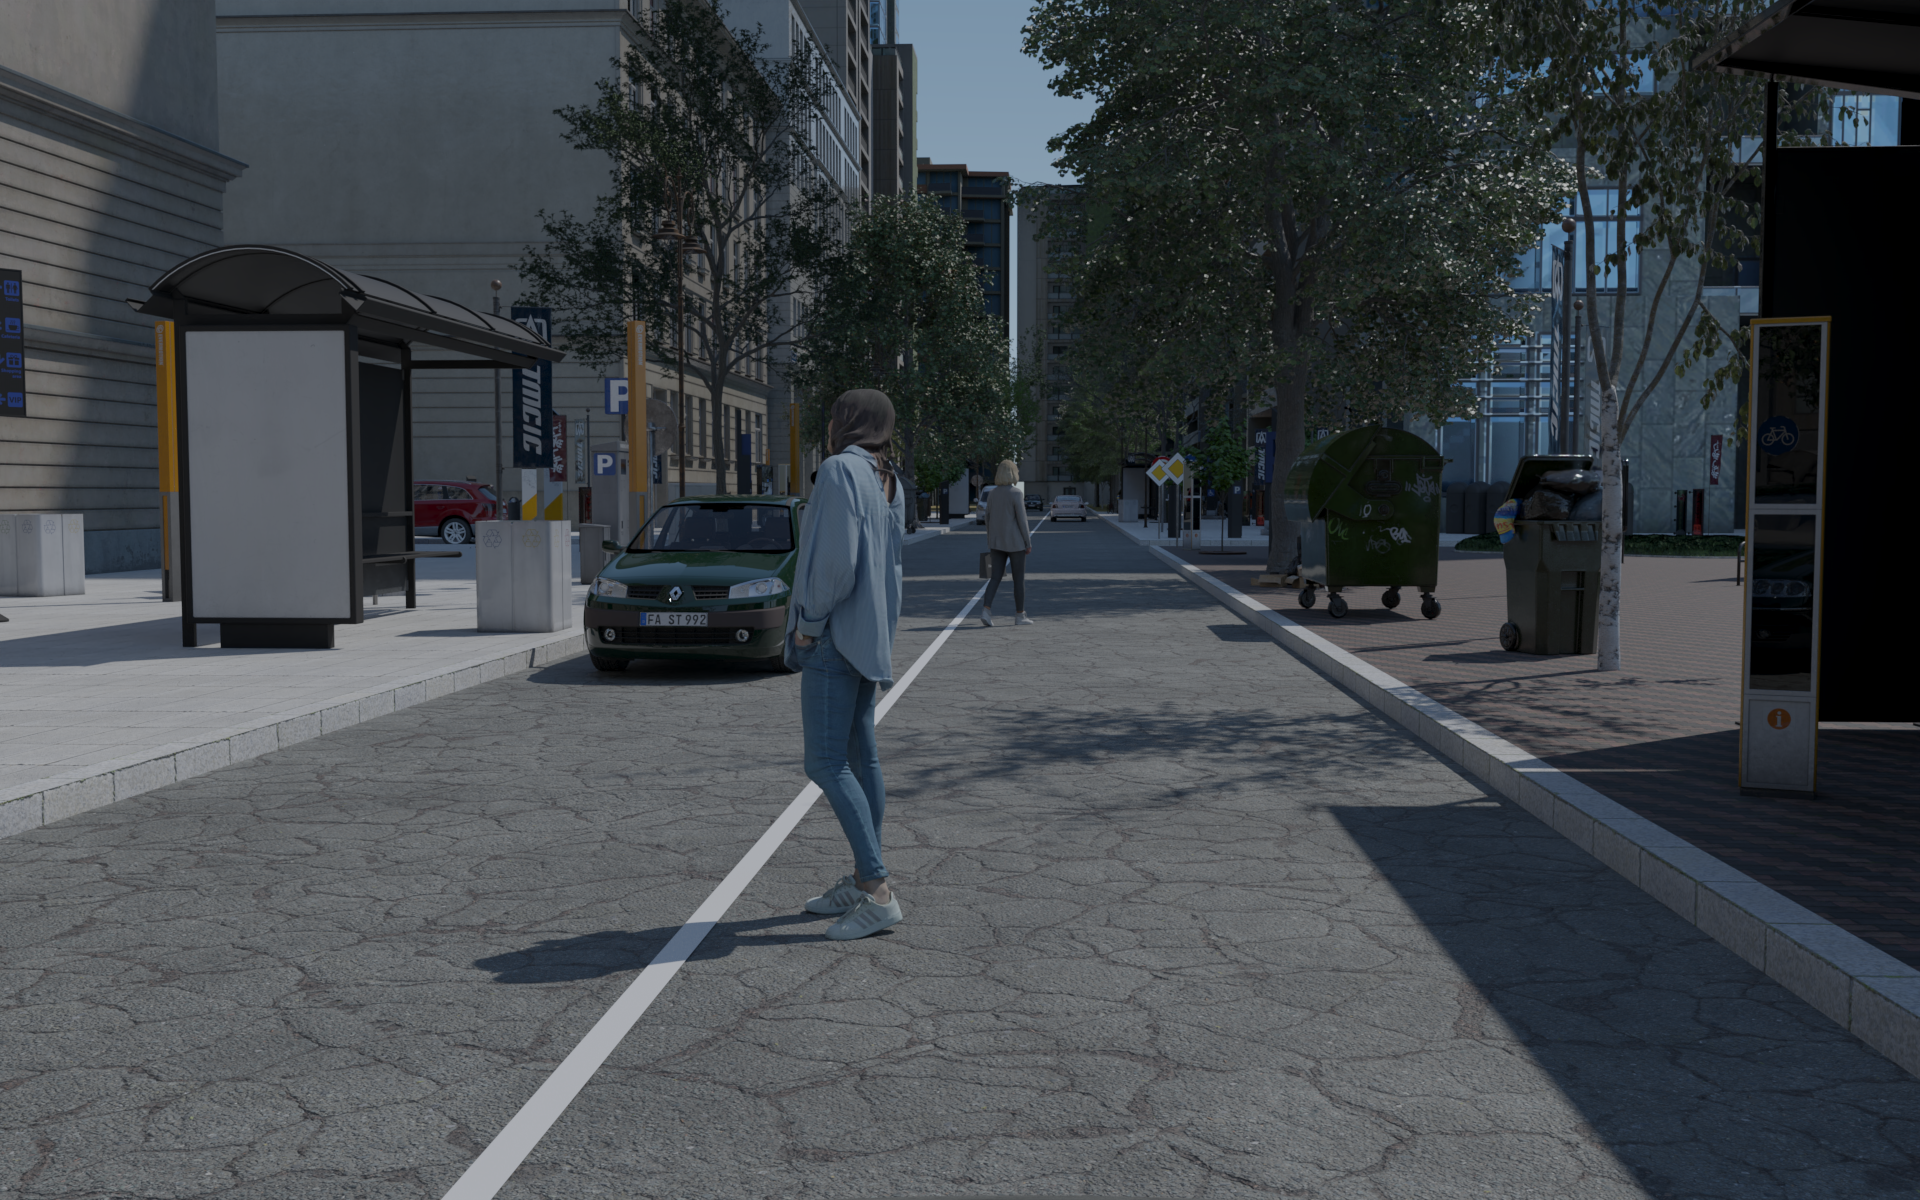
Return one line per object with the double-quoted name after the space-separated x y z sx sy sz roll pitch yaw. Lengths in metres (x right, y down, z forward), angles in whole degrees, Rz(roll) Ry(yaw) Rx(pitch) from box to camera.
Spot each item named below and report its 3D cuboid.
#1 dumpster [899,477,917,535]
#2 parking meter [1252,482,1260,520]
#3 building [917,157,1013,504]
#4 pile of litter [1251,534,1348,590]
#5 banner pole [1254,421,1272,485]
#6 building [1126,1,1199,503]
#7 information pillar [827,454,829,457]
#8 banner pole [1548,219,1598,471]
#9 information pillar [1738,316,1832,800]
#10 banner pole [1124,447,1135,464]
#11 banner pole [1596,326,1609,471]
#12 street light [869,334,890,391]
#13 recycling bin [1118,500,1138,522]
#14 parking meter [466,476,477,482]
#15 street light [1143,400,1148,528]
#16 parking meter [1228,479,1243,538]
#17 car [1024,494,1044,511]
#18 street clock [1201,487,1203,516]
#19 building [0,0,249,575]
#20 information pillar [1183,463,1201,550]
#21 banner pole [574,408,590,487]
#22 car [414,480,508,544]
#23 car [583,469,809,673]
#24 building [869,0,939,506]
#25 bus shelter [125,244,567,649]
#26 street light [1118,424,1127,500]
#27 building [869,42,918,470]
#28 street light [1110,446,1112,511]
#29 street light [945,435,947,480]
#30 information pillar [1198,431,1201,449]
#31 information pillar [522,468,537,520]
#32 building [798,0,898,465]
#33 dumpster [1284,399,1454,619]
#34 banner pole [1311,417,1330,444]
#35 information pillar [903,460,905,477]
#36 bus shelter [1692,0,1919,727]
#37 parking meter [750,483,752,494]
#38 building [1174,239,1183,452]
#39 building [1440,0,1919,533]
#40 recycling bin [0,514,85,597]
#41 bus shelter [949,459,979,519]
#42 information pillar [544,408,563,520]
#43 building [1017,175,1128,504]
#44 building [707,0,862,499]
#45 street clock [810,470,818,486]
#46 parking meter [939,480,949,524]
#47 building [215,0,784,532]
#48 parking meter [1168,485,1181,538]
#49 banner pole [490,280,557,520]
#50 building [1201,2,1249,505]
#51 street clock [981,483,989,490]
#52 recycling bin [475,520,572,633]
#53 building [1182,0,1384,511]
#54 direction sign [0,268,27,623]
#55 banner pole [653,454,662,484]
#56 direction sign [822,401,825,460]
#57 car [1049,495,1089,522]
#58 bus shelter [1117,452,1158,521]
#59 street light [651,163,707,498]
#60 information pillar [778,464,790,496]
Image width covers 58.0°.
-2.071 -3.046 55.568 1.264 1.857 1.865 0 4 4 "dumpster"
14.790 -4.945 86.568 0.255 1.863 0.399 -1 4 -20 "parking meter"
-7.655 -35.075 228.104 28.867 44.769 22.147 0 4 3 "building"
4.682 -0.609 23.922 1.176 0.858 1.719 0 4 -8 "pile of litter"
10.334 -4.188 58.492 0.863 3.779 0.401 1 4 22 "banner pole"
31.806 -48.035 223.622 20.611 71.187 20.563 0 4 3 "building"
-6.466 -5.714 84.773 0.183 3.616 0.504 0 4 -5 "information pillar"
5.412 -1.568 15.655 0.401 3.779 0.863 2 4 32 "banner pole"
3.507 -0.176 7.376 0.304 2.012 0.304 2 4 25 "information pillar"
8.982 -6.246 92.133 0.863 3.779 0.401 3 5 39 "banner pole"
8.185 -1.994 22.612 0.863 3.779 0.401 -2 4 -33 "banner pole"
-2.340 -4.735 50.200 0.468 5.910 1.993 0 4 3 "street light"
7.633 -4.041 78.624 0.722 1.027 0.722 -1 4 -14 "recycling bin"
-15.476 -3.009 54.904 0.255 1.863 0.399 -2 4 -28 "parking meter"
7.092 -5.701 65.997 0.468 5.910 1.993 0 4 3 "street light"
8.026 -2.736 50.450 0.399 1.863 0.255 -1 4 -17 "parking meter"
6.048 -8.229 144.338 2.009 1.686 4.222 0 4 4 "car"
14.057 -5.913 101.241 0.358 2.002 0.471 0 4 5 "street clock"
-30.774 -12.756 27.648 34.723 24.649 14.460 0 4 3 "building"
5.317 -2.153 39.693 0.304 2.012 0.304 -3 4 -37 "information pillar"
-11.004 -3.709 50.652 0.863 3.779 0.401 3 5 40 "banner pole"
-15.057 -2.381 47.601 5.304 1.827 2.281 0 4 2 "car"
-2.003 -0.331 15.197 2.009 1.686 4.222 0 4 5 "car"
-18.530 -53.129 181.337 31.000 86.520 22.319 0 4 3 "building"
-5.599 -1.401 16.835 2.014 3.302 5.546 0 4 4 "bus shelter"
8.841 -7.447 94.548 0.468 5.910 1.993 0 4 3 "street light"
-11.298 -28.716 153.104 14.154 41.232 14.086 0 4 3 "building"
10.736 -9.215 123.452 0.468 5.910 1.993 0 4 3 "street light"
-0.641 -6.493 78.941 0.468 5.910 1.993 0 4 3 "street light"
8.860 -4.457 64.222 0.183 3.616 0.504 1 4 9 "information pillar"
-14.370 -4.058 57.700 0.504 3.616 0.183 -1 4 -18 "information pillar"
-15.519 -42.615 135.009 20.563 71.187 20.611 0 4 3 "building"
4.343 -0.980 18.521 1.502 2.255 1.985 0 4 3 "dumpster"
11.570 -4.033 55.949 0.863 3.779 0.401 3 4 36 "banner pole"
-3.066 -6.651 100.095 0.504 3.616 0.183 0 4 8 "information pillar"
4.629 -0.923 6.367 1.731 3.624 6.357 0 4 4 "bus shelter"
-8.951 -4.114 72.977 0.255 1.863 0.399 2 4 25 "parking meter"
29.822 -25.245 184.452 14.160 30.474 14.107 0 4 3 "building"
30.922 -45.996 64.703 31.000 86.520 22.319 0 4 3 "building"
-11.621 -0.572 21.905 0.722 1.027 0.722 1 4 20 "recycling bin"
-0.122 -6.046 92.783 2.014 3.302 5.546 0 4 4 "bus shelter"
-10.203 -3.181 43.366 0.504 3.616 0.183 1 4 15 "information pillar"
14.292 -32.951 222.338 14.086 41.232 14.154 0 4 3 "building"
-13.065 -19.877 102.483 11.434 29.767 29.804 0 4 3 "building"
-4.336 -2.976 53.224 0.471 2.002 0.358 1 4 14 "street clock"
-0.683 -4.129 73.219 0.399 1.863 0.255 -1 4 -21 "parking meter"
-17.780 -14.664 73.045 16.112 22.955 30.059 0 4 3 "building"
6.271 -2.585 50.674 0.372 1.533 0.369 0 3 0 "parking meter"
-5.191 -1.857 20.382 0.863 3.779 0.401 -1 4 -16 "banner pole"
31.316 -29.738 140.839 22.147 44.769 28.867 0 4 3 "building"
1.588 -6.455 110.103 0.471 2.002 0.358 -2 4 -35 "street clock"
-4.106 -0.231 16.334 0.722 1.027 0.722 0 4 3 "recycling bin"
32.898 -33.160 165.861 21.300 48.544 21.600 0 4 3 "building"
-9.737 -1.544 17.240 0.379 3.537 0.876 3 4 36 "direction sign"
-9.386 -3.804 52.208 0.863 3.779 0.401 0 4 -7 "banner pole"
-3.371 -3.104 42.744 0.379 3.537 0.876 0 4 -8 "direction sign"
5.690 -4.784 90.584 2.083 1.381 4.827 0 4 4 "car"
8.935 -5.647 86.257 2.014 3.302 5.546 0 4 3 "bus shelter"
-3.966 -3.172 24.643 0.468 5.910 1.993 0 4 3 "street light"
-4.220 -2.312 42.300 0.304 2.012 0.304 -3 5 -43 "information pillar"
